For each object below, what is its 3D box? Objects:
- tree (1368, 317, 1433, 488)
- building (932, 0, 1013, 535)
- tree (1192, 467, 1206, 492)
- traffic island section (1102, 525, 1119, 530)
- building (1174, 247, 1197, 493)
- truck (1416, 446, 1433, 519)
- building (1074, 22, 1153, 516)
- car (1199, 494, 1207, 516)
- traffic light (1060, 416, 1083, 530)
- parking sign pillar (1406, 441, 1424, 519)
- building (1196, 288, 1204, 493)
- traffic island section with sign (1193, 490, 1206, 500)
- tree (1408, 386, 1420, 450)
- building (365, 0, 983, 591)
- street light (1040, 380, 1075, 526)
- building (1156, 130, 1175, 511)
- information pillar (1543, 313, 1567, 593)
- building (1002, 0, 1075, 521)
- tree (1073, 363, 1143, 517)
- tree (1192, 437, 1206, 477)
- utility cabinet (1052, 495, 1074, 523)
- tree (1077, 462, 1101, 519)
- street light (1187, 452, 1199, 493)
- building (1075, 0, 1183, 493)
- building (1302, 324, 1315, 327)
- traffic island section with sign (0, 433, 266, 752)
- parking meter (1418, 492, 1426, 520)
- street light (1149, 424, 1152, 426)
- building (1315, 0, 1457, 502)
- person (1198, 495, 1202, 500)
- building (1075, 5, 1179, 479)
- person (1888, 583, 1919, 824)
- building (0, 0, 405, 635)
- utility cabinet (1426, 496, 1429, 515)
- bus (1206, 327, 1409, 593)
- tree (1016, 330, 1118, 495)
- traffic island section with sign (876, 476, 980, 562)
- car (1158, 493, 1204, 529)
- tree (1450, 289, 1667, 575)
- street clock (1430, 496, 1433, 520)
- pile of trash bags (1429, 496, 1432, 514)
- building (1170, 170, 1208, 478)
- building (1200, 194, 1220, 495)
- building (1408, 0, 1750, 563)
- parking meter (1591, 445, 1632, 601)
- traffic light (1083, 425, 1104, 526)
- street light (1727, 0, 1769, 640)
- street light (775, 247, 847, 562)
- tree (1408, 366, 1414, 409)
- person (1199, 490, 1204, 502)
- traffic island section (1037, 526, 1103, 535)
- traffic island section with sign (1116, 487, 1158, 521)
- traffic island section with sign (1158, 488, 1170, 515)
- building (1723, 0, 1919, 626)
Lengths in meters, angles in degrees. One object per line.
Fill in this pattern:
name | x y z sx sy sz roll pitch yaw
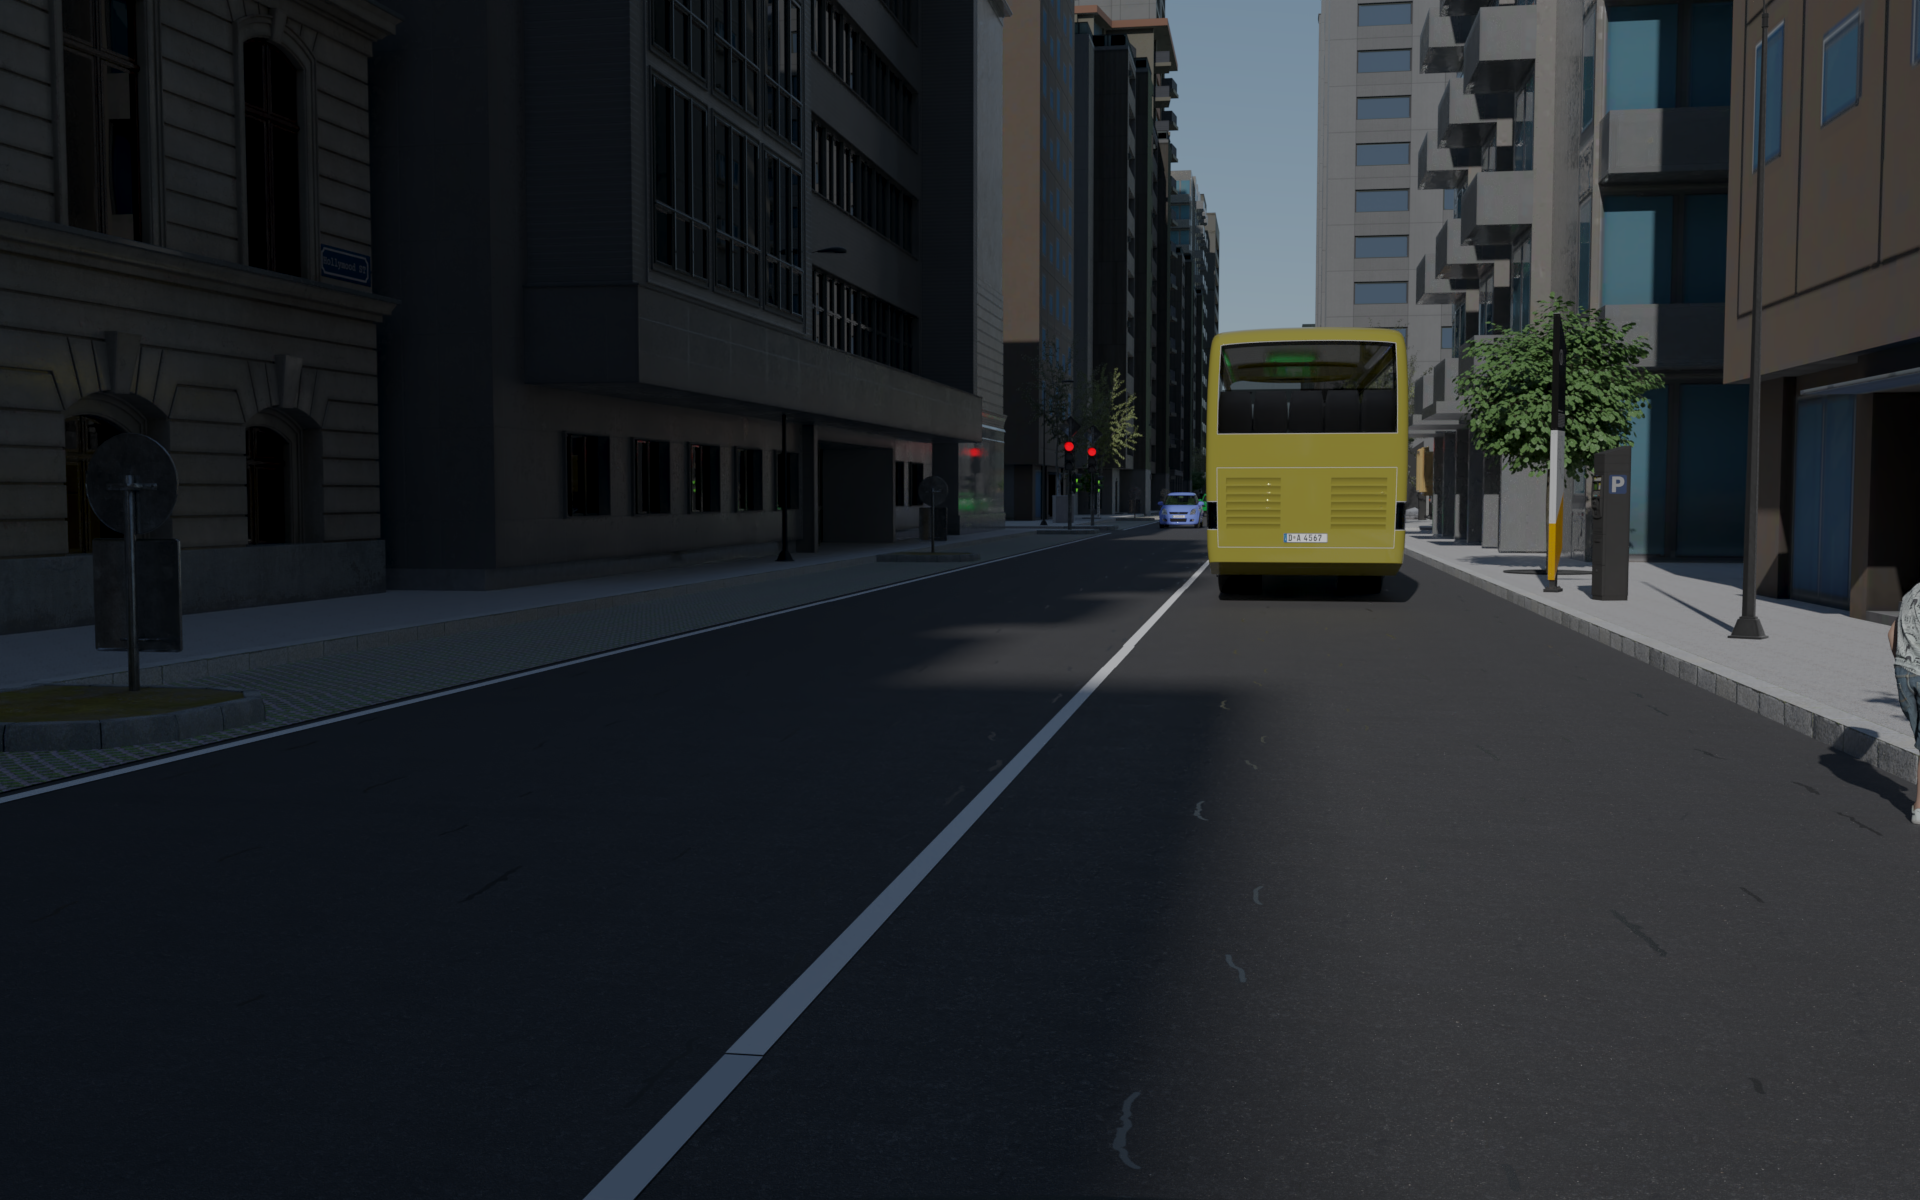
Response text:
tree | 17.953 -7.447 72.124 4.360 8.622 3.978 0 3 0
building | -7.956 -12.867 59.533 18.267 20.994 9.793 1 4 10
tree | 28.438 -13.852 210.197 4.285 4.588 4.351 0 3 0
traffic island section | 5.346 -2.931 70.206 2.009 0.180 2.903 1 4 10
building | 19.660 -26.272 201.246 14.160 30.474 14.107 1 4 10
truck | 21.663 -4.093 62.840 9.791 3.379 3.469 1 4 12
building | 4.752 -20.730 110.634 14.160 30.474 14.107 1 4 10
car | 16.235 -6.233 110.712 1.959 1.807 4.718 1 4 10
traffic light | 3.967 -4.482 62.205 0.839 4.253 0.868 1 4 10
parking sign pillar | 22.955 -6.103 88.253 1.447 3.967 1.447 1 4 22
building | 25.599 -28.340 235.057 14.160 30.474 14.107 1 4 10
traffic island section with sign | 23.017 -9.757 168.147 1.989 1.847 2.006 1 4 10
tree | 24.565 -10.419 104.759 7.601 10.594 8.767 2 4 35
building | -8.876 -13.374 37.724 14.314 24.678 30.058 1 4 10
street light | 3.962 -5.996 70.570 1.470 5.913 1.316 1 4 10
building | 8.701 -22.090 132.880 14.160 30.474 14.107 1 4 10
information pillar | 7.821 -1.916 22.678 0.183 3.616 0.504 2 4 30
building | -1.805 -26.837 88.891 14.600 45.320 14.200 1 4 10
tree | 8.050 -9.069 98.636 4.737 8.622 4.395 0 3 0
tree | 29.992 -16.357 217.797 4.360 8.622 3.978 0 3 0
utility cabinet | 4.593 -4.026 76.990 1.020 1.237 0.306 -3 4 -36
tree | 6.947 -5.870 90.568 1.663 3.219 1.824 0 3 0
street light | 25.445 -13.279 189.649 1.470 5.913 1.316 1 4 10
building | 13.331 -45.583 183.529 20.563 71.187 20.611 1 4 10
building | 64.281 -31.754 290.874 14.160 30.474 14.107 1 4 10
traffic island section with sign | -5.412 -0.116 10.533 1.989 1.847 2.006 1 4 10
parking meter | 22.681 -4.852 85.034 0.399 1.863 0.255 0 4 6
street light | 12.001 -8.713 114.993 1.470 5.913 1.316 1 4 10
building | 51.756 -40.227 199.705 21.231 58.520 28.212 1 4 10
person | 23.727 -10.049 173.360 0.990 1.755 0.434 0 4 0
building | 8.546 -30.908 159.973 22.147 44.769 28.867 1 4 10
person | 4.254 0.343 7.572 0.352 1.250 0.332 2 4 26
building | -15.543 -11.437 6.072 14.460 24.649 34.723 1 4 10
utility cabinet | 24.157 -5.023 90.812 0.318 1.500 1.173 3 5 43
bus | 5.452 -2.228 27.981 2.896 3.916 12.252 1 4 10
tree | 4.700 -7.811 78.066 4.360 8.622 3.978 0 3 0
traffic island section with sign | -0.618 -1.742 37.105 1.989 1.847 2.006 1 4 10
car | 9.378 -3.896 73.295 1.945 1.707 3.694 1 4 11
tree | 9.654 -2.709 28.009 4.285 4.588 4.351 0 3 0
street clock | 23.451 -4.978 85.953 0.358 2.002 0.471 3 5 42
pile of trash bags | 28.082 -5.877 105.835 3.447 1.369 1.912 2 4 32
building | 25.135 -38.995 257.171 23.786 49.044 30.456 1 4 10
building | 31.126 -40.311 282.789 21.300 48.544 21.600 1 4 10
building | 23.469 -25.846 42.195 23.786 49.044 30.456 1 4 10
parking meter | 7.839 -0.927 20.875 0.399 1.863 0.255 0 4 -8
traffic light | 5.384 -4.963 70.064 0.839 4.253 0.868 1 4 10
street light | 6.488 -2.618 15.349 1.470 5.913 1.316 1 4 10
street light | -2.810 -3.684 32.767 1.470 5.913 1.316 1 4 10
tree | 18.547 -7.815 78.130 4.737 8.622 4.395 0 3 0
person | 24.356 -10.252 175.745 1.348 1.869 0.705 1 4 13
traffic island section | 3.929 -2.451 62.347 2.009 0.180 2.903 1 4 10
traffic island section with sign | 9.410 -5.144 92.726 1.989 1.847 2.006 1 4 10
traffic island section with sign | 14.195 -6.766 119.255 1.989 1.847 2.006 1 4 10
building | 15.408 -22.195 12.999 14.600 45.320 14.200 1 4 10
